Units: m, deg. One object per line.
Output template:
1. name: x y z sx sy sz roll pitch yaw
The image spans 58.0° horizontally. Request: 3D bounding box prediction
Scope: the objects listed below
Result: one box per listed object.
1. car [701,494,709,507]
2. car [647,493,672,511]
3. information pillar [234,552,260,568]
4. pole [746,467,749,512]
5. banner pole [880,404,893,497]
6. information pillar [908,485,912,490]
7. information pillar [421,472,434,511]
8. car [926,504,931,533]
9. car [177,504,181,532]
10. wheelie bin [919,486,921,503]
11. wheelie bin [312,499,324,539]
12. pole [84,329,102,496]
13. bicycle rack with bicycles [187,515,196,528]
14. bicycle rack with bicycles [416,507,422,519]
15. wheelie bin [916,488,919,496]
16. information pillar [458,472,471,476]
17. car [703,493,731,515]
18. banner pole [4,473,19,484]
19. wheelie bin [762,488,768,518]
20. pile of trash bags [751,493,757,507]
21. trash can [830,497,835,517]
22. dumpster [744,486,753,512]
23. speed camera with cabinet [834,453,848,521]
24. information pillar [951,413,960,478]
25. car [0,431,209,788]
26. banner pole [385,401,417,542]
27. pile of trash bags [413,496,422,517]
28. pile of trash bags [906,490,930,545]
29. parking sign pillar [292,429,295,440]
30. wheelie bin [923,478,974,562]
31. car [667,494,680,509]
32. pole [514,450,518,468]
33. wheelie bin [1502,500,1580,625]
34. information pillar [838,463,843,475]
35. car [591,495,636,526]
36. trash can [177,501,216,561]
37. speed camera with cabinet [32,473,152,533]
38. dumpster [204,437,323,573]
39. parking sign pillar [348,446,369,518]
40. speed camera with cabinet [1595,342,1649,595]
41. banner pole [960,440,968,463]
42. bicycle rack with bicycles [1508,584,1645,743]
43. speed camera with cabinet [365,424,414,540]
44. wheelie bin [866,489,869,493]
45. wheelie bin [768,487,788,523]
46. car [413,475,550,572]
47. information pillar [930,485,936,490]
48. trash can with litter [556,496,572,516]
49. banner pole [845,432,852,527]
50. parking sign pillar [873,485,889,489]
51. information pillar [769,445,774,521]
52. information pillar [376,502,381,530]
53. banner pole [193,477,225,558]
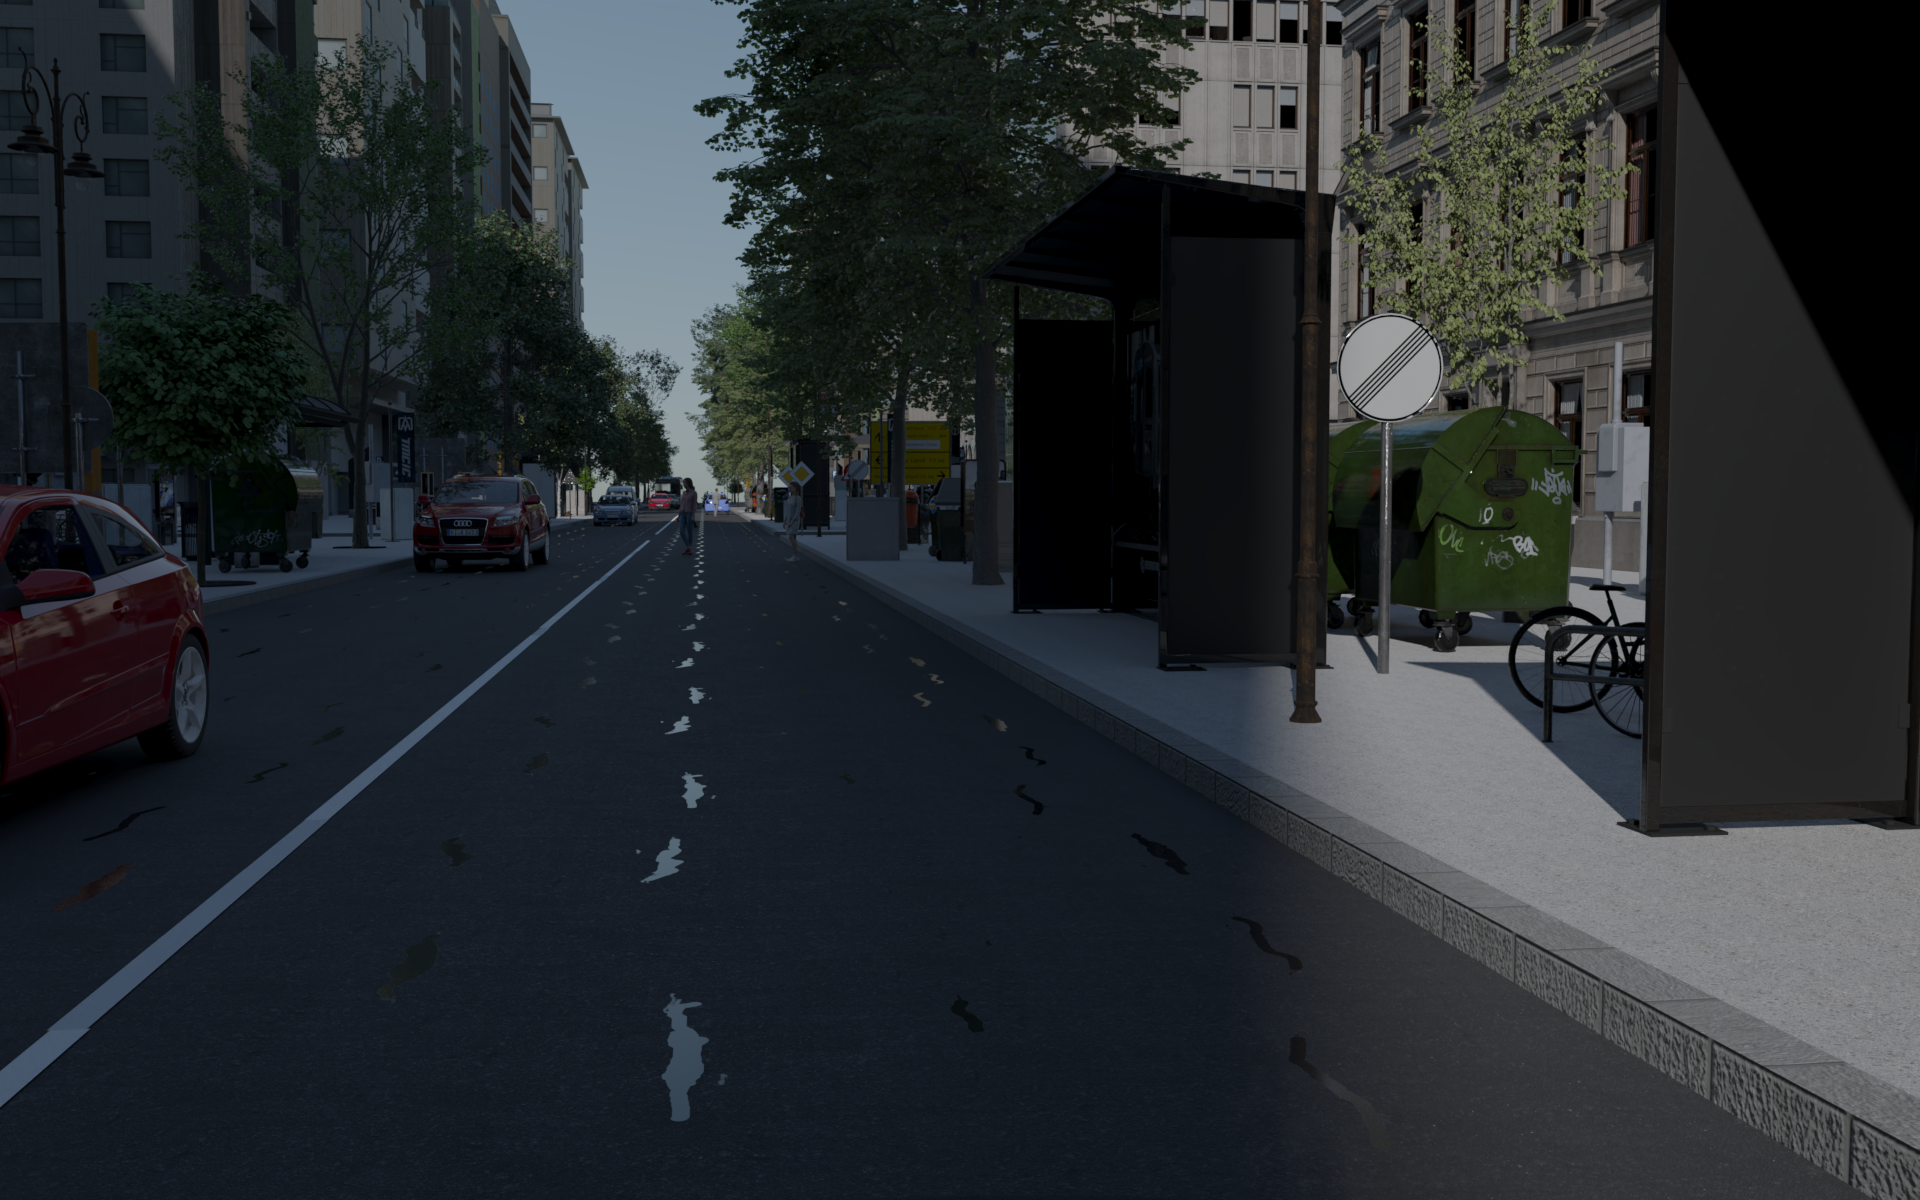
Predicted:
1. car: -27.303 -10.889 189.835 2.131 1.459 4.920 -1 4 -10
2. car: -25.601 -8.467 147.483 2.155 1.783 4.494 -1 4 -10
3. information pillar: -12.388 -1.562 30.038 0.304 2.012 0.304 1 4 11
4. pole: -15.303 -8.012 124.844 0.158 3.312 0.155 0 3 0
5. banner pole: -1.921 -3.507 47.358 0.863 3.779 0.401 0 4 4
6. information pillar: -3.373 -7.024 119.336 0.304 2.012 0.304 3 5 41
7. information pillar: -17.991 -3.306 58.539 0.304 2.012 0.304 1 4 16
8. car: -0.339 -2.796 58.077 4.827 1.381 2.083 0 4 -7
9. car: -26.620 -2.523 53.614 4.827 1.381 2.083 0 4 -8
10. wheelie bin: -0.212 -1.697 35.659 0.693 1.594 0.980 2 4 35
11. wheelie bin: -18.794 -2.574 49.990 0.980 1.594 0.693 0 4 -2
12. pole: -10.829 -1.697 21.595 0.158 3.312 0.155 0 3 0
13. bicycle rack with bicycles: -29.987 -3.165 65.123 2.925 0.926 2.852 -2 4 -34
14. bicycle rack with bicycles: -26.271 -4.553 87.829 2.852 0.926 2.925 0 4 -2
15. wheelie bin: -1.328 -3.555 66.028 0.693 1.594 0.980 3 4 37
16. information pillar: -16.706 -3.302 58.475 0.304 2.012 0.304 3 4 36
17. car: -16.826 -6.755 120.042 1.945 1.707 3.694 -1 4 -8
18. banner pole: -16.721 -2.486 30.666 0.863 3.779 0.401 1 4 21
19. wheelie bin: -10.258 -5.291 94.408 0.980 1.594 0.693 -1 4 -22
20. pile of trash bags: -12.134 -6.366 113.842 3.447 1.369 1.912 -3 4 -36
21. trash can: -7.548 -5.514 101.804 0.748 1.137 0.748 0 3 0
22. dumpster: -14.699 -7.167 122.931 1.264 1.857 1.865 -1 4 -8
23. speed camera with cabinet: -5.726 -5.441 83.297 0.660 3.252 2.038 0 4 -4
24. information pillar: -0.211 -3.557 49.516 0.504 3.616 0.183 0 4 2
25. car: -4.897 0.070 7.902 2.155 1.783 4.494 0 4 -7
26. banner pole: -15.036 -3.457 46.532 0.863 3.779 0.401 -2 4 -24
27. pile of trash bags: -29.605 -5.207 94.888 1.912 1.369 3.447 1 4 15
28. pile of trash bags: -1.647 -2.130 44.582 1.912 1.369 3.447 -1 4 -17
29. parking sign pillar: -23.063 -4.268 58.257 1.447 3.967 1.447 3 5 42
30. wheelie bin: -0.067 -1.543 33.135 0.980 1.594 0.693 2 4 31
31. car: -27.369 -9.224 162.603 2.131 1.459 4.920 -1 4 -9
32. pole: -20.632 -5.304 80.566 0.158 3.312 0.155 0 3 0
33. wheelie bin: 5.729 -0.574 17.290 0.693 1.594 0.980 3 4 38
34. information pillar: -8.567 -8.052 123.005 0.504 3.616 0.183 -1 4 -9
35. car: -15.789 -4.104 79.098 2.014 1.417 4.499 -1 4 -9
36. trash can: -14.664 -1.326 33.334 0.748 1.137 0.748 0 3 0
37. speed camera with cabinet: -14.414 -2.097 28.624 0.660 3.252 2.038 2 4 24
38. dumpster: -11.599 -1.613 28.873 1.502 2.255 1.985 -1 4 -8
39. parking sign pillar: -32.494 -6.458 94.063 1.447 3.967 1.447 0 4 1
40. speed camera with cabinet: 8.882 -1.692 22.008 0.660 3.252 2.038 -1 4 -10
41. banner pole: 0.167 -5.544 80.657 0.401 3.779 0.863 -2 4 -33
42. bicycle rack with bicycles: 4.258 0.257 9.188 2.925 0.926 2.852 3 5 44
43. speed camera with cabinet: -16.076 -3.326 48.710 0.660 3.252 2.038 -3 5 -42
44. wheelie bin: -6.051 -6.254 110.165 0.980 1.594 0.693 -3 5 -39
45. wheelie bin: -7.997 -4.273 77.764 0.980 1.594 0.693 0 4 -6
46. car: -9.253 -1.535 33.777 2.281 1.827 5.304 0 4 -6
47. information pillar: -1.289 -4.982 85.939 0.304 2.012 0.304 2 4 35
48. trash can with litter: -22.725 -5.362 99.059 0.624 1.170 1.055 3 4 39
49. banner pole: -4.312 -4.783 68.219 0.401 3.779 0.863 0 4 4
50. parking sign pillar: -3.864 -6.233 90.388 1.447 3.967 1.447 -1 4 -12
51. information pillar: -9.072 -5.624 83.303 0.183 3.616 0.504 -1 4 -11
52. information pillar: -20.711 -3.519 62.028 0.304 2.012 0.304 2 4 30
53. banner pole: -14.914 -2.718 34.458 0.401 3.779 0.863 2 4 25
